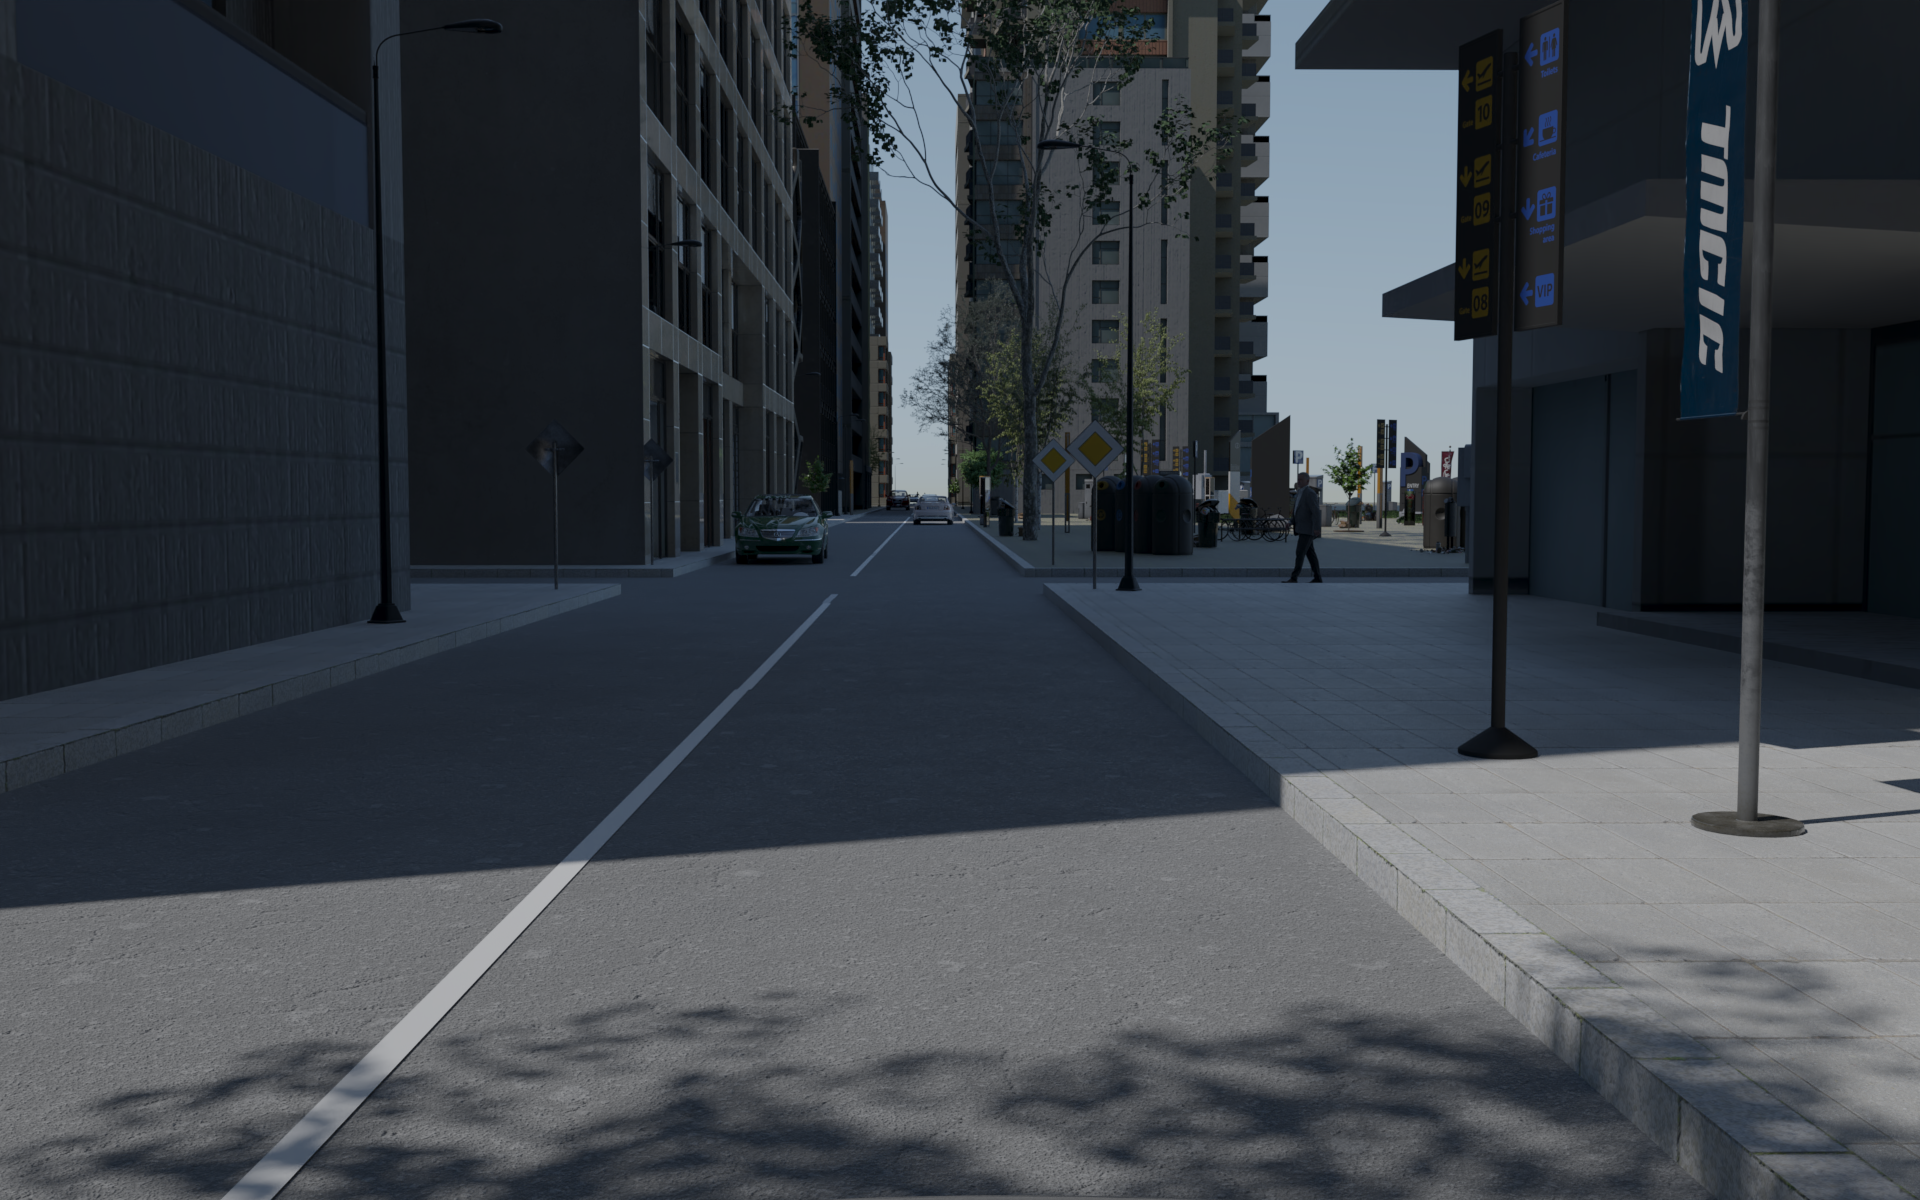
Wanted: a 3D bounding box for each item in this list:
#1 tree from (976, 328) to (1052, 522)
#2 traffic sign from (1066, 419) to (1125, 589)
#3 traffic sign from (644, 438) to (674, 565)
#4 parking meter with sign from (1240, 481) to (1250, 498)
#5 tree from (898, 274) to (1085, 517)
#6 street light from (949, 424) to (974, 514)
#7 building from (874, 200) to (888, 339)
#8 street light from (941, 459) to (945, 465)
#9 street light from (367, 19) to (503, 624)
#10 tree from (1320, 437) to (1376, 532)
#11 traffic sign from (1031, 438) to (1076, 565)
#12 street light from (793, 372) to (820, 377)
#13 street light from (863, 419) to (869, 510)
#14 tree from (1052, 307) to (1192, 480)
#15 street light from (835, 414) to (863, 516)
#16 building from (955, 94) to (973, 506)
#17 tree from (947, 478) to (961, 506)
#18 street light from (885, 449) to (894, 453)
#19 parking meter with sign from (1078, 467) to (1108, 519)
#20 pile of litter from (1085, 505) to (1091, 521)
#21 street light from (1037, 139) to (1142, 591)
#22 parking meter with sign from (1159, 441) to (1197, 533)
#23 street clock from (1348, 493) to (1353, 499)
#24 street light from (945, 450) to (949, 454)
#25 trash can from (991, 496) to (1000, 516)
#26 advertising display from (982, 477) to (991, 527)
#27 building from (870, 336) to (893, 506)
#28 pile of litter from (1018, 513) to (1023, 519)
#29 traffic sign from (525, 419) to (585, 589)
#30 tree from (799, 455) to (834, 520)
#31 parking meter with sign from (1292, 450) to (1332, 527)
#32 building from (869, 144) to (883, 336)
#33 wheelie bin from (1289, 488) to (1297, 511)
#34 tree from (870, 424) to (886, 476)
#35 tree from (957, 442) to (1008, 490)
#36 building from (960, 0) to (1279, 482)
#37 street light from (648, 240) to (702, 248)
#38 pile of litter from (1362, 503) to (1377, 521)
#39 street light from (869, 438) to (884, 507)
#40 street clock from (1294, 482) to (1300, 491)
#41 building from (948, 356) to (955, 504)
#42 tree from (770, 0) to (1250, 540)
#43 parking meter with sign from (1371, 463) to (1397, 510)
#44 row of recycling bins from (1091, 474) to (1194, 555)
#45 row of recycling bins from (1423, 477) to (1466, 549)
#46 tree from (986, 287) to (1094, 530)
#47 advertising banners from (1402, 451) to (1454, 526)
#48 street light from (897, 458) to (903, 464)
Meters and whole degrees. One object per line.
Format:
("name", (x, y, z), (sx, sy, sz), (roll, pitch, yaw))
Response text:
("tree", (2.774, -7.808, 78.026), (4.737, 8.622, 4.395), (0, 3, 0))
("traffic sign", (1.815, -1.205, 23.338), (0.795, 2.450, 0.064), (0, 4, -1))
("traffic sign", (-5.557, -1.687, 31.226), (0.795, 2.450, 0.064), (0, 4, -1))
("parking meter with sign", (17.139, -6.564, 103.580), (1.738, 3.016, 0.543), (-2, 4, -29))
("tree", (1.710, -11.368, 96.231), (12.009, 13.543, 11.850), (0, 3, 0))
("street light", (0.200, -8.644, 113.867), (1.470, 5.913, 1.316), (0, 4, -1))
("building", (-17.694, -37.086, 256.467), (14.600, 45.320, 14.200), (0, 4, -1))
("street light", (-0.981, -12.856, 182.735), (1.470, 5.913, 1.316), (0, 4, -1))
("street light", (-5.177, -2.725, 17.099), (1.470, 5.913, 1.316), (0, 4, -1))
("tree", (13.284, -3.911, 58.544), (1.663, 3.219, 1.824), (0, 3, 0))
("traffic sign", (1.687, -1.693, 31.322), (0.795, 2.450, 0.064), (0, 4, -1))
("street light", (-6.028, -5.730, 66.219), (1.470, 5.913, 1.316), (0, 4, -1))
("street light", (-6.559, -8.260, 107.594), (1.470, 5.913, 1.316), (0, 4, -1))
("tree", (6.846, -7.176, 67.692), (4.737, 8.622, 4.395), (0, 3, 0))
("street light", (-6.572, -7.828, 100.526), (1.470, 5.913, 1.316), (0, 4, -1))
("building", (10.228, -35.330, 201.353), (21.300, 48.544, 21.600), (0, 4, -1))
("tree", (-0.358, -11.970, 190.317), (1.663, 3.219, 1.824), (0, 3, 0))
("street light", (-7.746, -12.536, 177.496), (1.470, 5.913, 1.316), (0, 4, -1))
("parking meter with sign", (6.766, -5.656, 88.742), (0.543, 3.016, 1.738), (-3, 5, -41))
("pile of litter", (6.678, -4.234, 83.198), (1.176, 0.858, 1.719), (-1, 4, -17))
("street light", (1.706, -3.078, 22.872), (1.470, 5.913, 1.316), (0, 4, -1))
("parking meter with sign", (6.888, -3.709, 56.904), (1.738, 3.016, 0.543), (1, 4, 14))
("street clock", (22.975, -5.958, 101.982), (0.358, 2.002, 0.471), (3, 5, 42))
("street light", (-0.292, -10.742, 148.174), (1.470, 5.913, 1.316), (0, 4, -1))
("trash can", (2.006, -5.595, 103.124), (0.748, 1.137, 0.748), (0, 3, 0))
("advertising display", (1.023, -3.775, 66.932), (0.123, 1.923, 0.974), (1, 4, 13))
("building", (-22.078, -21.967, 204.206), (27.650, 21.520, 28.899), (0, 4, -1))
("pile of litter", (3.343, -4.605, 89.255), (1.719, 0.858, 1.176), (-2, 4, -34))
("traffic sign", (-5.428, -1.199, 23.242), (0.795, 2.450, 0.064), (0, 4, -1))
("tree", (-6.935, -5.523, 84.907), (1.663, 3.219, 1.824), (0, 3, 0))
("parking meter with sign", (13.917, -4.401, 68.221), (0.543, 3.016, 1.738), (-3, 4, -36))
("building", (-21.742, -37.516, 232.997), (23.786, 49.044, 30.456), (0, 4, -1))
("wheelie bin", (16.689, -4.864, 87.431), (0.980, 1.594, 0.693), (-2, 4, -25))
("tree", (-9.677, -14.189, 182.344), (4.737, 8.622, 4.395), (0, 3, 0))
("tree", (1.466, -7.713, 109.824), (4.285, 4.588, 4.351), (0, 3, 0))
("building", (14.621, -35.417, 168.307), (28.713, 52.752, 27.495), (0, 4, -1))
("street light", (-5.406, -3.624, 31.789), (1.470, 5.913, 1.316), (0, 4, -1))
("pile of litter", (19.349, -4.201, 82.650), (1.719, 0.858, 1.176), (0, 4, 0))
("street light", (-7.233, -10.417, 142.854), (1.470, 5.913, 1.316), (0, 4, -1))
("street clock", (20.758, -6.237, 106.548), (0.358, 2.002, 0.471), (3, 5, 43))
("building", (12.325, -23.401, 227.641), (27.650, 21.520, 28.899), (0, 4, -1))
("tree", (1.186, -11.645, 46.291), (12.611, 20.169, 13.585), (0, 3, 0))
("parking meter with sign", (24.043, -6.223, 98.012), (0.543, 3.016, 1.738), (-2, 4, -30))
("row of recycling bins", (3.967, -1.877, 37.810), (1.069, 1.692, 3.534), (-2, 4, -24))
("row of recycling bins", (12.251, -2.129, 41.918), (1.069, 1.692, 3.534), (3, 4, 38))
("tree", (2.836, -6.847, 62.315), (4.360, 8.622, 3.978), (0, 3, 0))
("advertising banners", (18.998, -4.532, 70.293), (2.074, 3.025, 0.090), (0, 4, 2))
("street light", (-8.493, -15.469, 225.458), (1.470, 5.913, 1.316), (0, 4, -1))
